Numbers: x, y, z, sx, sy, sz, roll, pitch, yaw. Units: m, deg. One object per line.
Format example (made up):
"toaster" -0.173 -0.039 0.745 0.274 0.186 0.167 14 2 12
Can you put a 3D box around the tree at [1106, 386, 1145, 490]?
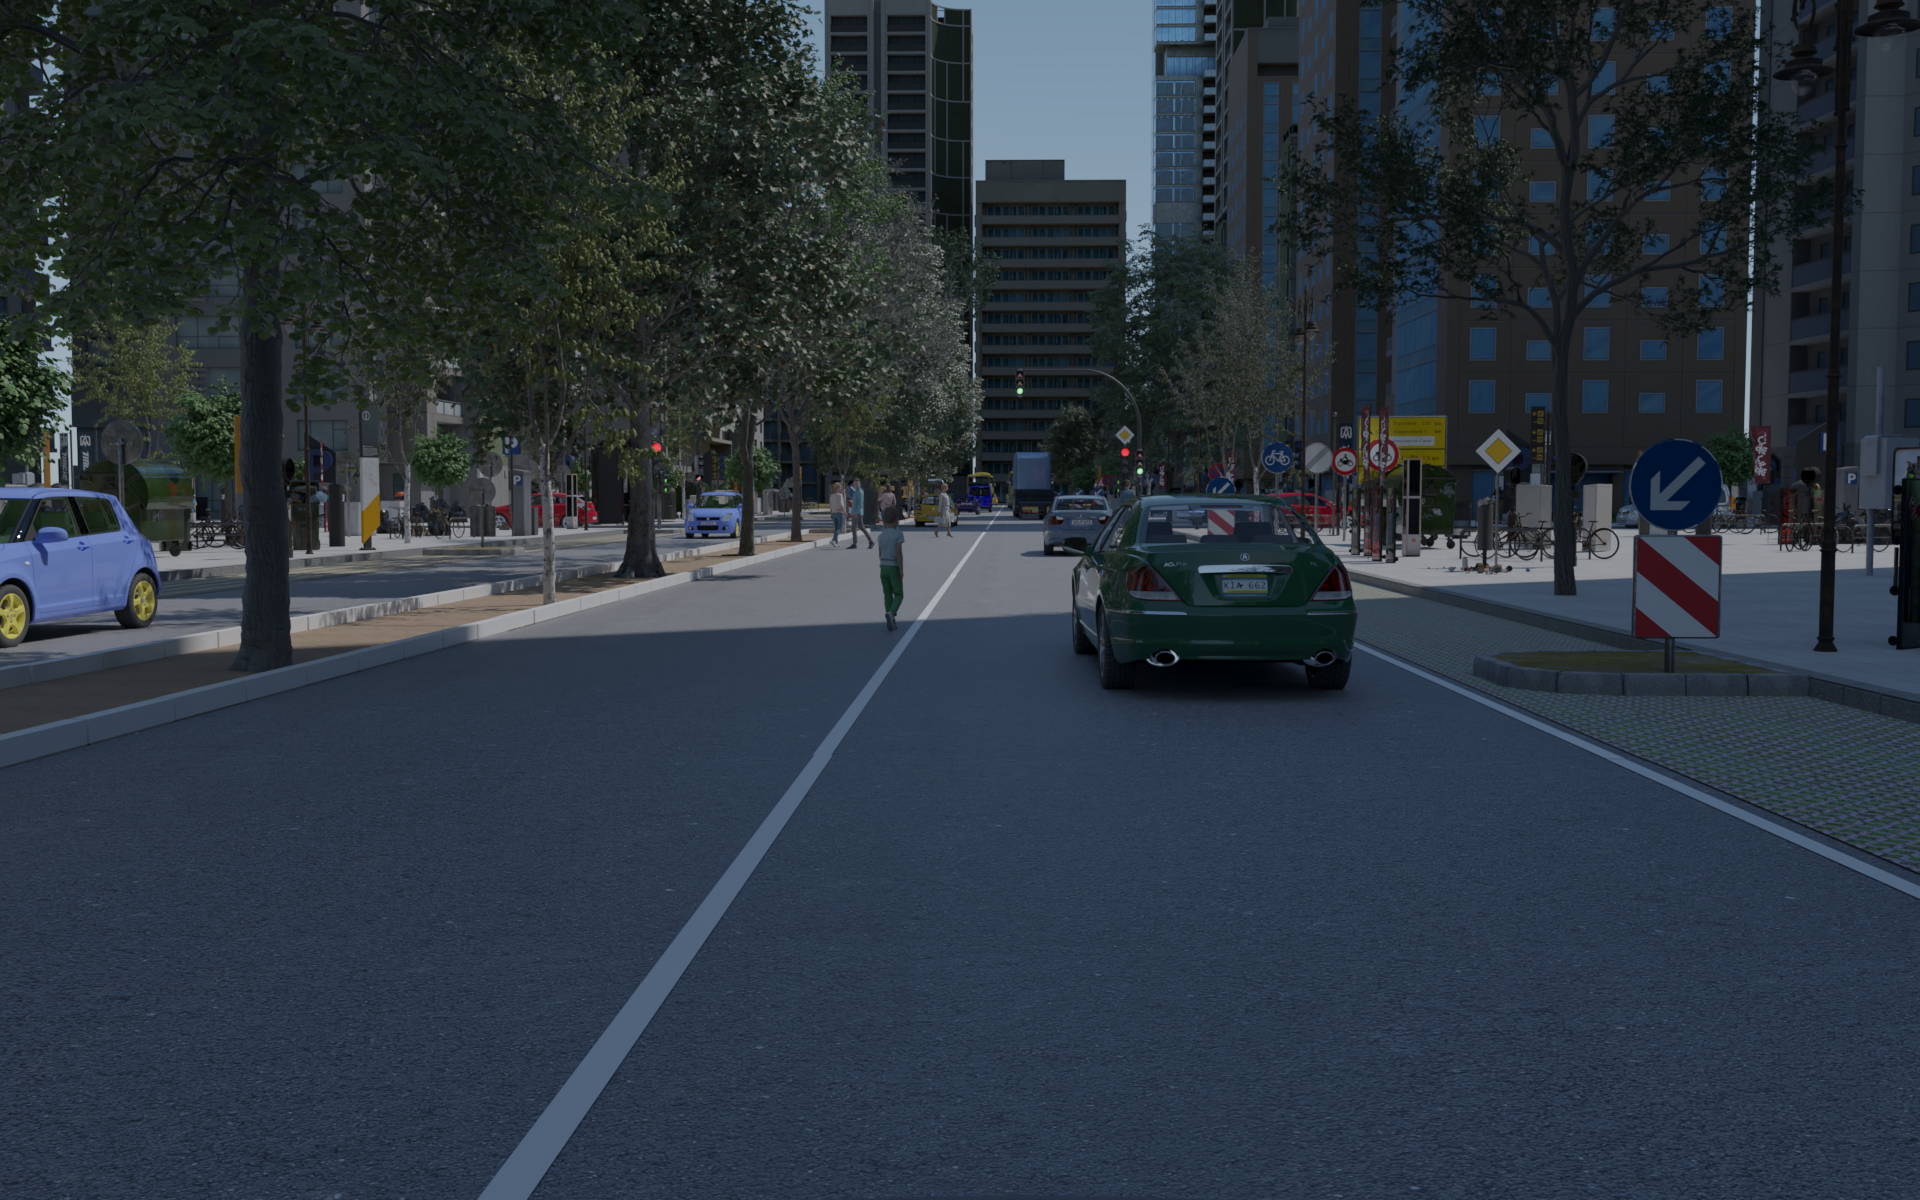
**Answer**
"tree" 10.018 -8.648 91.755 4.360 8.622 3.978 0 3 0

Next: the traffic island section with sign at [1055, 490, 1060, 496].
"traffic island section with sign" 10.668 -11.707 200.036 1.989 1.847 2.006 0 4 2

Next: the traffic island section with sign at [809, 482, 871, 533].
"traffic island section with sign" -4.454 -3.395 63.650 2.006 1.907 1.989 0 4 2

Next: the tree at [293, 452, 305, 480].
"tree" -30.328 -5.234 80.175 1.663 3.219 1.824 0 3 0

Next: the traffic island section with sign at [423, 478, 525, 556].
"traffic island section with sign" -11.413 -1.977 40.946 1.989 1.847 2.006 0 4 2

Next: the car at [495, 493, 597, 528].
"car" -16.375 -3.559 67.228 4.494 1.783 2.155 0 4 1

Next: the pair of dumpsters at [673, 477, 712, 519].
"pair of dumpsters" -14.332 -5.504 92.489 1.574 2.255 4.437 0 4 2

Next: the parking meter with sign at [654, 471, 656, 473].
"parking meter with sign" -26.267 -9.154 145.930 0.543 3.016 1.738 0 4 4

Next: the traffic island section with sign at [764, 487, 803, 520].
"traffic island section with sign" -9.750 -5.355 96.179 1.989 1.847 2.006 0 4 2

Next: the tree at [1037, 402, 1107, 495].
"tree" 13.893 -18.240 215.232 9.611 12.733 9.660 0 3 0

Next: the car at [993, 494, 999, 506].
"car" 3.763 -12.384 212.698 2.015 1.641 3.980 0 4 3

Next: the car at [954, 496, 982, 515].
"car" 0.524 -6.592 120.365 1.945 1.354 3.894 0 4 3

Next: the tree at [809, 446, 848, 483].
"tree" -10.412 -13.689 158.221 7.601 10.594 8.767 0 4 4

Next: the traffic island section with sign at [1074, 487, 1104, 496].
"traffic island section with sign" 7.546 -5.380 96.594 1.989 1.847 2.006 0 4 2

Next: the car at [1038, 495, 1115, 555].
"car" 2.894 -1.826 41.860 2.014 1.417 4.499 0 4 3

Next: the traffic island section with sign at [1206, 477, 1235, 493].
"traffic island section with sign" 5.838 -1.924 40.084 1.989 1.847 2.006 0 4 2

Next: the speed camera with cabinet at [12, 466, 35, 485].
"speed camera with cabinet" -39.629 -4.886 74.218 0.660 3.252 2.038 1 4 11

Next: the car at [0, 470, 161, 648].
"car" -9.615 -0.470 17.278 1.945 1.707 3.694 0 4 3

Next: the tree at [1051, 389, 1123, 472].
"tree" 12.187 -13.432 154.023 8.767 10.594 7.601 -1 4 -19

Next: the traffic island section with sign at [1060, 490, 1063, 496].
"traffic island section with sign" 8.374 -7.063 124.100 1.989 1.847 2.006 0 4 2

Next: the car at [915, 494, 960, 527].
"car" -1.018 -4.042 76.313 2.015 1.641 3.980 0 4 4

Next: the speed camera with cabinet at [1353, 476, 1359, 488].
"speed camera with cabinet" 19.361 -5.295 80.902 0.660 3.252 2.038 -3 5 -41

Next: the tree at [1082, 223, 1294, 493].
"tree" 10.475 -10.703 81.643 9.857 13.997 8.962 0 3 0

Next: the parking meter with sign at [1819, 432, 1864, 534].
"parking meter with sign" 24.476 -3.161 47.948 0.543 3.016 1.738 0 4 -3

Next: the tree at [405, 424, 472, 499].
"tree" -24.468 -5.982 81.525 4.285 4.588 4.351 0 3 0

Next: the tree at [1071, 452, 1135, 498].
"tree" 11.312 -8.845 128.322 4.285 4.588 4.351 0 3 0

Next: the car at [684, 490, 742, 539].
"car" -7.928 -2.893 56.897 1.945 1.707 3.694 0 4 3

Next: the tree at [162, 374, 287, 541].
"tree" -20.129 -3.904 47.539 4.285 4.588 4.351 0 3 0

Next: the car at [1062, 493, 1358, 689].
"car" 1.934 -0.143 14.142 2.131 1.459 4.920 0 4 0

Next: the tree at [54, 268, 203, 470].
"tree" -24.218 -6.154 50.979 4.737 8.622 4.395 0 3 0

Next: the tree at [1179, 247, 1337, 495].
"tree" 8.899 -6.180 51.398 4.360 8.622 3.978 0 3 0

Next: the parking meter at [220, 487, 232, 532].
"parking meter" -24.791 -3.063 58.490 0.372 1.533 0.369 0 3 0

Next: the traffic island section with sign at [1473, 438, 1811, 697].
"traffic island section with sign" 5.025 -0.276 13.141 1.989 1.847 2.006 0 4 2

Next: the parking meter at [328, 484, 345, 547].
"parking meter" -15.186 -2.066 42.190 0.372 1.533 0.369 0 3 0

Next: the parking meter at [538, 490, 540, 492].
"parking meter" -23.568 -5.389 96.519 0.372 1.533 0.369 0 3 0

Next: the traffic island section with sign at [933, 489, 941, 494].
"traffic island section with sign" -1.961 -8.442 146.158 2.006 1.907 1.989 0 4 2

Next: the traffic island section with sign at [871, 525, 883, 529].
"traffic island section with sign" -4.221 -3.848 71.054 2.006 1.907 1.989 0 4 2

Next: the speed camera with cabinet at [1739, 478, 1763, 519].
"speed camera with cabinet" 41.427 -5.854 90.056 0.660 3.252 2.038 -1 4 -14

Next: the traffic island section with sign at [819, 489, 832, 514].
"traffic island section with sign" -8.920 -7.009 123.223 1.989 1.847 2.006 0 4 2

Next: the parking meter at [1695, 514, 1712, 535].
"parking meter" 18.629 -2.139 43.378 0.372 1.533 0.369 0 3 0

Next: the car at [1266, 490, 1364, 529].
"car" 13.187 -3.453 65.492 4.494 1.783 2.155 0 4 2

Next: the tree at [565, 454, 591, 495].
"tree" -18.373 -5.429 83.359 1.663 3.219 1.824 0 3 0

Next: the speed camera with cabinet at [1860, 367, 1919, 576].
"speed camera with cabinet" 14.562 -1.958 26.347 0.660 3.252 2.038 0 4 -5

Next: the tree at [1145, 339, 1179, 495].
"tree" 8.782 -6.554 57.514 4.360 8.622 3.978 0 3 0

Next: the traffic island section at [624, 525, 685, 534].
"traffic island section" -11.059 -2.528 63.615 2.009 0.180 2.903 0 4 2

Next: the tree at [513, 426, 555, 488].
"tree" -25.223 -9.428 104.516 4.360 8.622 3.978 0 3 0

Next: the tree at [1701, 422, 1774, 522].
"tree" 34.983 -5.810 78.708 4.285 4.588 4.351 0 3 0

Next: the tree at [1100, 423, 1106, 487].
"tree" 10.162 -9.412 104.242 4.360 8.622 3.978 0 3 0

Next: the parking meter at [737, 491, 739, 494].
"parking meter" -17.757 -7.896 137.515 0.372 1.533 0.369 0 3 0

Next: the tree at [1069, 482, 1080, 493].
"tree" 13.239 -12.492 198.851 1.663 3.219 1.824 0 3 0

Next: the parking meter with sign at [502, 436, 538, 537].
"parking meter with sign" -13.406 -3.470 52.992 0.543 3.016 1.738 0 4 6

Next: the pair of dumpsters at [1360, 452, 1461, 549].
"pair of dumpsters" 10.976 -2.438 42.356 1.574 2.255 4.437 0 4 2

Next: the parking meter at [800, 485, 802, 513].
"parking meter" -10.944 -6.832 117.410 0.399 1.863 0.255 0 4 6
